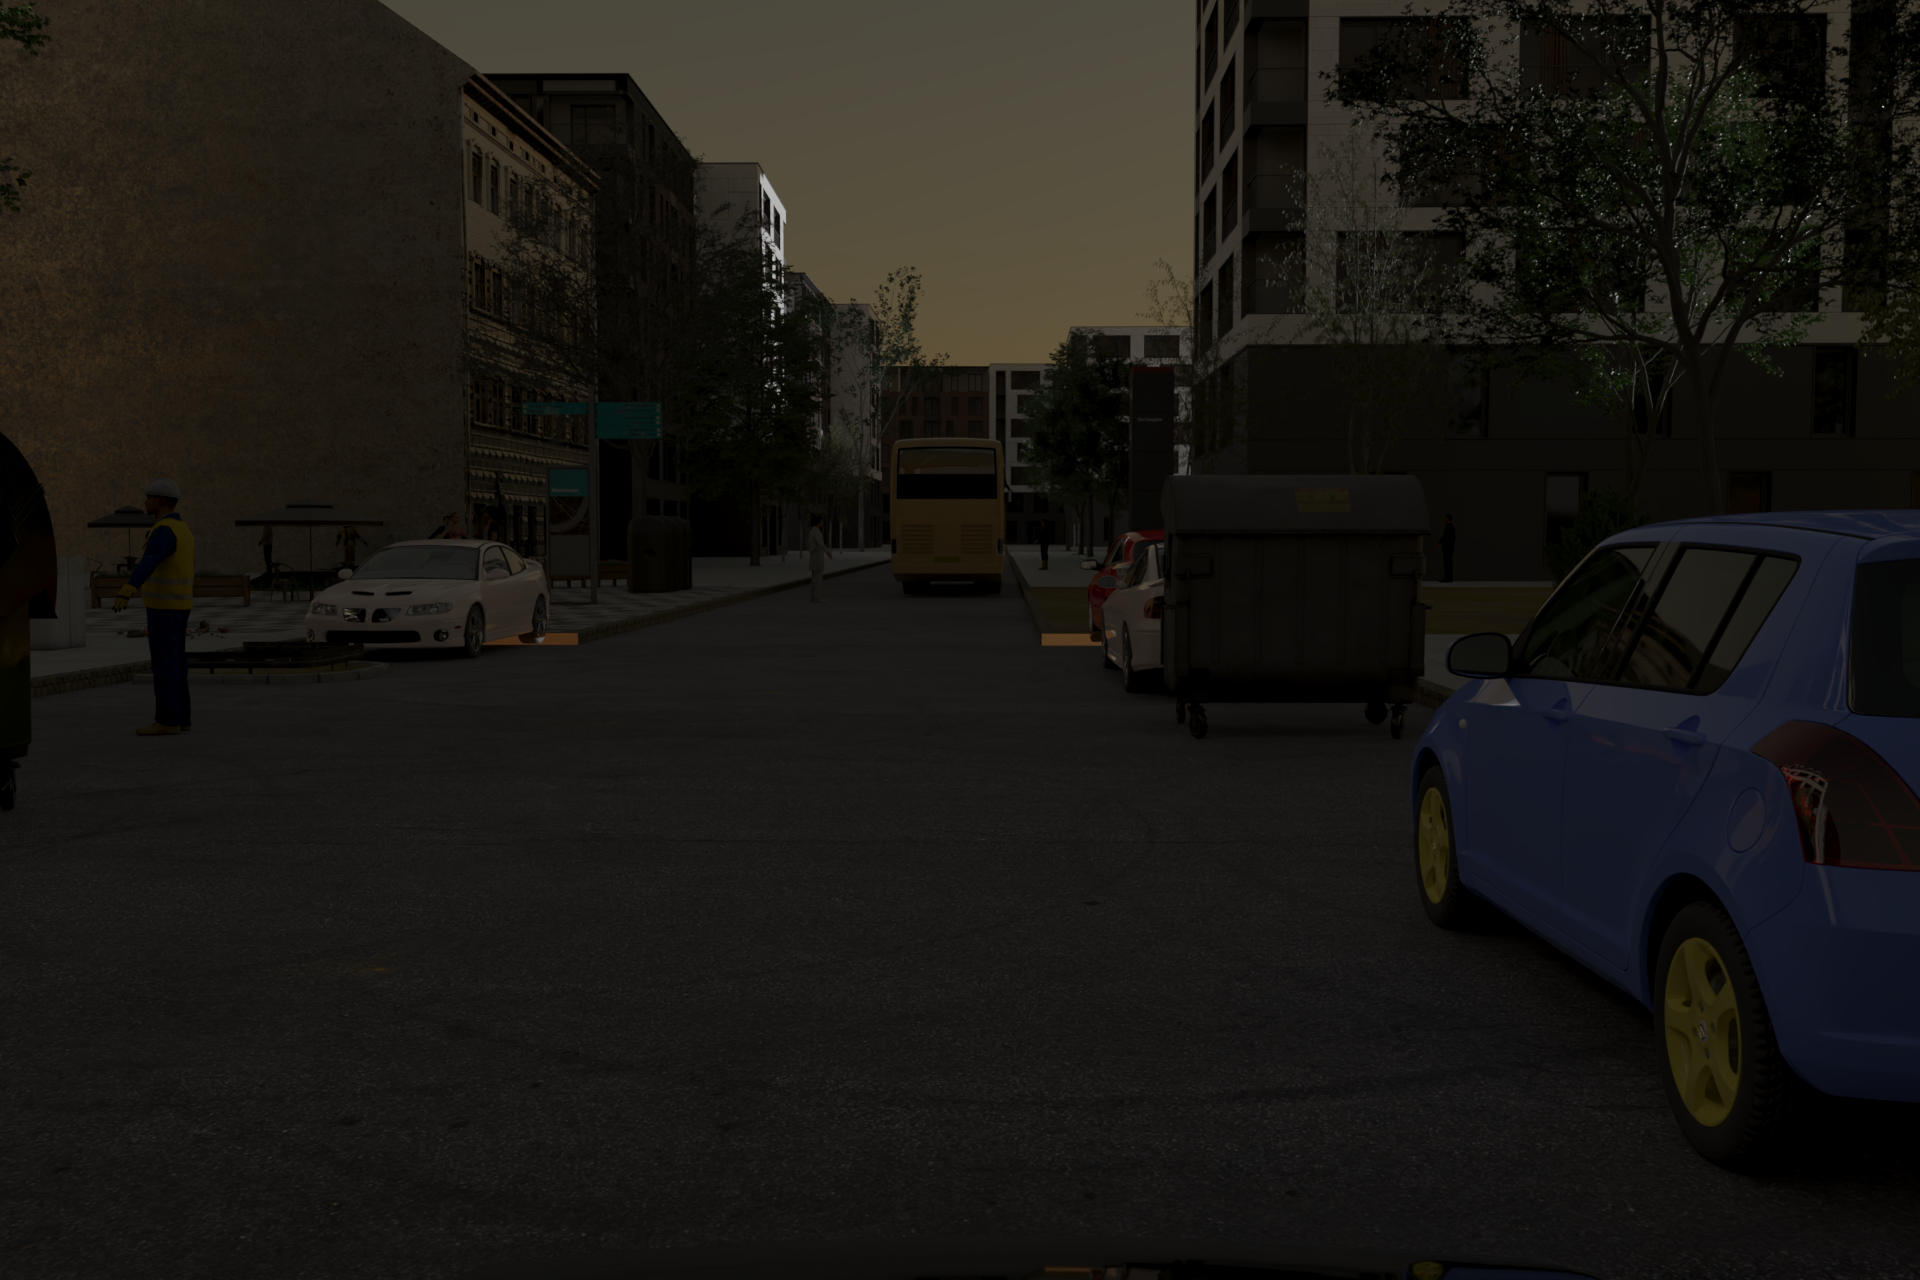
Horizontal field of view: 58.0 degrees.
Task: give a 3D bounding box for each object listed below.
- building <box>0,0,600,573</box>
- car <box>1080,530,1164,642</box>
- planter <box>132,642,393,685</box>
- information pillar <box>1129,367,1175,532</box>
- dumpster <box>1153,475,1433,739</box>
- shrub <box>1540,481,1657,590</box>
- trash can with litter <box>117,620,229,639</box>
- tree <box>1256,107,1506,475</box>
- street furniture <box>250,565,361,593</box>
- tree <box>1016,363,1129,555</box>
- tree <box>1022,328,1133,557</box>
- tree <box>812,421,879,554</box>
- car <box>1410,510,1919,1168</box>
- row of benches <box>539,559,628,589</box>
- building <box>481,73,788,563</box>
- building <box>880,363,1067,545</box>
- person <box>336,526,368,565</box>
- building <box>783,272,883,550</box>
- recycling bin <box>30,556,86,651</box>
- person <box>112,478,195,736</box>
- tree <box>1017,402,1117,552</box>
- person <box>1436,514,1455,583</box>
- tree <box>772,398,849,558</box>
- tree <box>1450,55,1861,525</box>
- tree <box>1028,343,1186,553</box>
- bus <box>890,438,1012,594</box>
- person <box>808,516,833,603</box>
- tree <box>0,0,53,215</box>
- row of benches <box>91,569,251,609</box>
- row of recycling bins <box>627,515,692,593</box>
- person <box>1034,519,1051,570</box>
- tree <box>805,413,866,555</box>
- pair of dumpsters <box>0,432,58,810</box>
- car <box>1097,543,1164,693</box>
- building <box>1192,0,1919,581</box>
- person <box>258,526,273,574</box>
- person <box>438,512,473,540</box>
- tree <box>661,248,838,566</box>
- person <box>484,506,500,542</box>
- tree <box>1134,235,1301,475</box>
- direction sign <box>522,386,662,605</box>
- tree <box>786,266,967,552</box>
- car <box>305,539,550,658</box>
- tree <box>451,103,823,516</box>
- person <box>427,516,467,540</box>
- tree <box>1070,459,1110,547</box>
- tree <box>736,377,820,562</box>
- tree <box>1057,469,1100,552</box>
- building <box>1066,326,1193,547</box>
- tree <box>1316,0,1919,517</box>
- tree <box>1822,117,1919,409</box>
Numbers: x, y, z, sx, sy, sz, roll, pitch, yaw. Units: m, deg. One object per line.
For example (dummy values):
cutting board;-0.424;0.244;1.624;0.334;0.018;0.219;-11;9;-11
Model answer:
building;-25.212;-14.369;65.864;19.493;23.208;18.063;0;4;2
car;2.618;-0.782;21.828;2.155;1.783;4.494;0;3;0
planter;-6.880;0.225;17.465;1.991;0.319;1.994;0;4;2
information pillar;2.990;-2.309;27.124;0.750;3.857;0.750;0;4;0
dumpster;2.376;-0.267;12.578;1.865;1.857;1.264;0;4;1
shrub;9.534;-1.320;25.630;1.661;2.075;1.752;0;3;0
trash can with litter;-9.921;-0.681;22.189;1.678;1.210;2.233;0;4;1
tree;6.821;-4.888;30.288;4.360;8.622;3.978;0;3;0
street furniture;-13.958;-1.639;42.420;5.734;0.657;10.072;0;4;-4
tree;7.372;-11.046;106.356;9.928;11.665;9.643;0;3;0
tree;6.846;-10.877;95.966;7.486;12.596;7.792;0;3;0
tree;-7.357;-9.779;110.250;4.737;8.622;4.395;0;3;0
car;2.535;0.268;5.204;1.945;1.707;3.694;0;4;1
row of benches;-8.667;-1.632;42.148;1.422;0.672;4.104;3;4;38
building;-25.038;-15.264;93.538;27.936;21.610;32.646;0;4;1
building;0.967;-22.823;219.593;32.646;21.610;27.936;0;4;-2
person;-19.834;-3.092;56.325;1.354;1.858;0.705;2;4;27
building;-22.051;-18.842;152.049;27.936;21.610;32.646;0;4;2
recycling bin;-10.329;-0.419;19.398;0.722;1.027;0.722;0;4;2
person;-5.734;-0.246;12.450;0.705;1.833;1.349;0;4;-7
tree;8.060;-12.329;127.331;9.928;11.665;9.643;0;3;0
person;12.908;-2.426;45.895;0.704;1.802;1.346;2;4;31
tree;-8.723;-8.679;92.257;4.360;8.622;3.978;0;3;0
tree;14.764;-6.833;37.482;9.928;11.665;9.643;0;3;0
tree;7.332;-9.239;85.465;8.767;10.594;7.601;1;4;12
bus;-0.105;-3.235;44.435;2.896;3.916;12.252;0;4;2
person;-2.971;-1.691;36.294;0.705;1.806;1.347;-1;4;-22
tree;-13.022;-5.556;16.596;9.928;11.665;9.643;0;3;0
row of benches;-14.587;-0.898;30.144;4.104;0.672;1.422;-1;4;-18
row of recycling bins;-6.732;-1.963;39.213;1.069;1.692;3.534;0;4;3
person;2.992;-3.417;62.002;0.704;1.812;1.346;2;4;24
tree;-7.965;-9.442;104.746;4.360;8.622;3.978;0;3;0
pair of dumpsters;-6.967;-0.214;8.453;4.436;2.255;1.574;0;4;1
car;2.425;-0.283;16.984;2.083;1.381;4.827;0;4;1
building;22.134;-13.364;62.484;27.936;21.610;32.646;0;4;2
person;-21.783;-2.953;54.406;0.705;1.813;1.348;-1;4;-10
person;-10.385;-1.777;35.853;0.721;1.733;1.217;2;4;32
tree;-8.463;-9.228;69.000;7.486;12.596;7.792;0;3;0
person;-8.927;-1.635;32.883;0.704;1.843;1.345;-1;4;-20
tree;5.811;-5.701;43.577;4.360;8.622;3.978;0;3;0
direction sign;-6.627;-2.638;31.900;2.525;3.948;1.411;0;4;2
tree;-5.546;-16.239;121.394;12.611;20.169;13.585;0;3;0
car;-6.467;-0.558;21.493;2.083;1.381;4.827;0;4;2
tree;-9.129;-8.511;49.520;12.009;13.543;11.850;0;3;0
person;-14.720;-2.664;49.742;1.347;1.806;0.705;-1;4;-23
tree;7.546;-9.945;112.966;4.360;8.622;3.978;0;3;0
tree;-8.290;-7.939;80.164;4.737;8.622;4.395;0;3;0
tree;7.847;-10.418;120.698;4.360;8.622;3.978;0;3;0
building;25.306;-20.949;186.493;27.936;21.610;32.646;0;4;2
tree;8.660;-5.224;19.828;8.767;10.594;7.601;0;4;-5
tree;16.740;-4.829;29.315;4.737;8.622;4.395;0;3;0
